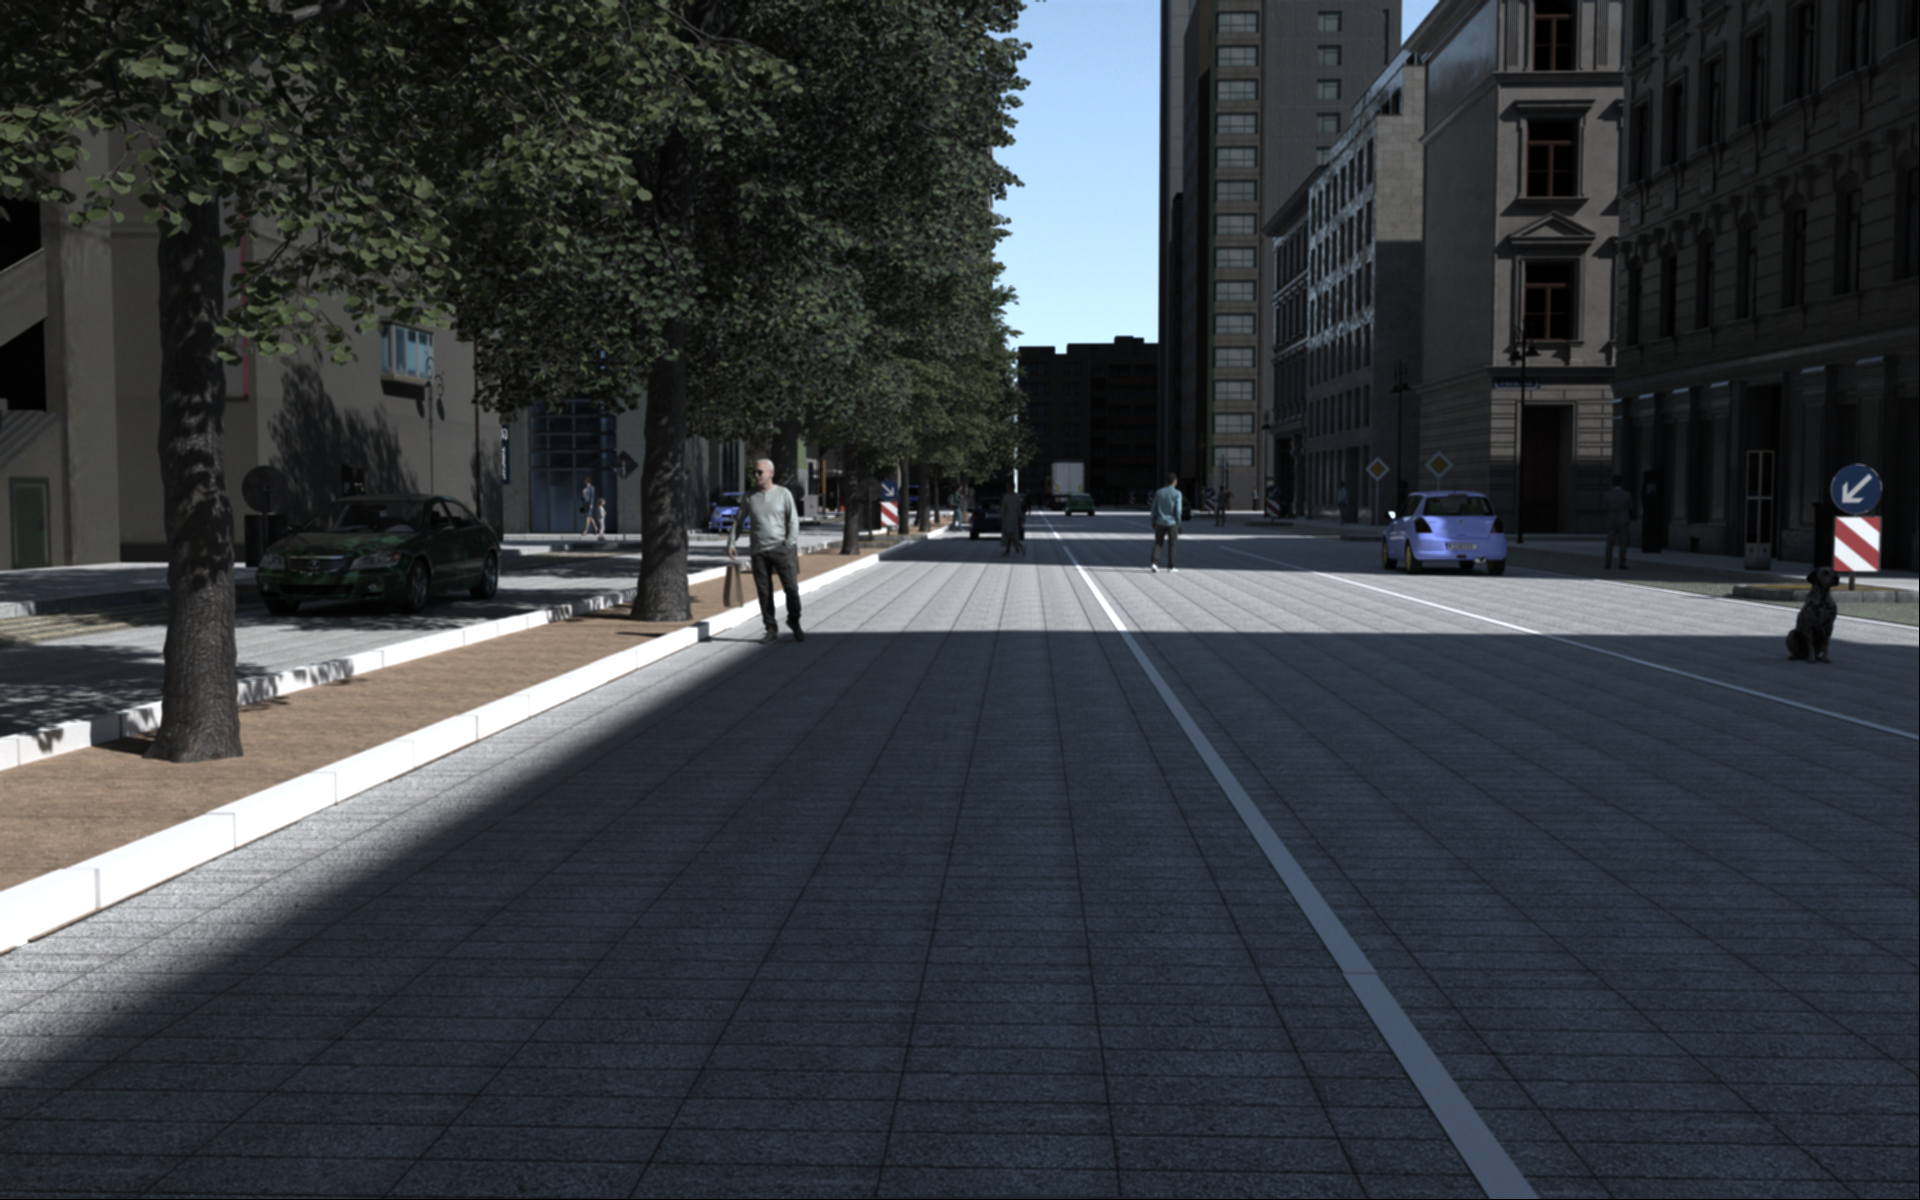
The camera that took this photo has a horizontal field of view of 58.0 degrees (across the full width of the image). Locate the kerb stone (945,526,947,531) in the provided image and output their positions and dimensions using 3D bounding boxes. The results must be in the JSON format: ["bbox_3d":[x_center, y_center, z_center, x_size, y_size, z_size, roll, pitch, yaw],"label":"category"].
[{"bbox_3d":[-0.685,-2.631,65.363,0.120,0.150,1.000,0,4,2],"label":"kerb stone"}]

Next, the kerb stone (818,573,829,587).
[{"bbox_3d":[-2.196,-0.285,26.910,0.120,0.150,1.000,0,4,2],"label":"kerb stone"}]

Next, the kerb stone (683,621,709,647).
[{"bbox_3d":[-2.593,0.343,16.678,0.120,0.150,1.000,0,4,2],"label":"kerb stone"}]

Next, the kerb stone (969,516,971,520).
[{"bbox_3d":[0.678,-4.773,100.239,0.120,0.150,1.000,0,4,2],"label":"kerb stone"}]

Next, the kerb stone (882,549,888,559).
[{"bbox_3d":[-1.750,-0.979,38.205,0.120,0.150,1.000,0,4,2],"label":"kerb stone"}]

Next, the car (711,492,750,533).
[{"bbox_3d":[-8.194,-3.334,64.101,1.945,1.707,3.694,0,4,0],"label":"car"}]

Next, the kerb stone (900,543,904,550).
[{"bbox_3d":[-1.555,-1.292,43.311,0.120,0.150,1.000,0,4,2],"label":"kerb stone"}]

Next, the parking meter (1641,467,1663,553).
[{"bbox_3d":[15.086,-1.961,37.776,0.399,1.863,0.255,3,4,36],"label":"parking meter"}]

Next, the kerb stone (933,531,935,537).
[{"bbox_3d":[-1.011,-2.138,57.157,0.120,0.150,1.000,0,4,2],"label":"kerb stone"}]

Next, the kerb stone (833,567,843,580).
[{"bbox_3d":[-2.112,-0.414,28.964,0.120,0.150,1.000,0,4,2],"label":"kerb stone"}]

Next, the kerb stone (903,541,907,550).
[{"bbox_3d":[-1.510,-1.354,44.332,0.120,0.150,1.000,0,4,2],"label":"kerb stone"}]

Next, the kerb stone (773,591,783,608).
[{"bbox_3d":[-2.390,0.024,21.796,0.120,0.150,1.000,0,4,2],"label":"kerb stone"}]

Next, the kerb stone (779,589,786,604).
[{"bbox_3d":[-2.350,-0.038,22.817,0.120,0.150,1.000,0,4,2],"label":"kerb stone"}]

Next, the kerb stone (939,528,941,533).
[{"bbox_3d":[-0.843,-2.389,61.249,0.120,0.150,1.000,0,4,2],"label":"kerb stone"}]

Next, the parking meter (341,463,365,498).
[{"bbox_3d":[-11.328,-1.630,32.369,0.399,1.863,0.255,2,4,35],"label":"parking meter"}]

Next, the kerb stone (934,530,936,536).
[{"bbox_3d":[-0.965,-2.192,58.179,0.120,0.150,1.000,0,4,2],"label":"kerb stone"}]

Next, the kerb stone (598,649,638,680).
[{"bbox_3d":[-2.723,0.525,13.615,0.120,0.150,1.000,0,4,2],"label":"kerb stone"}]

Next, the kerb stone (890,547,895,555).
[{"bbox_3d":[-1.671,-1.102,40.248,0.120,0.150,1.000,0,4,2],"label":"kerb stone"}]

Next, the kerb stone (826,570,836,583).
[{"bbox_3d":[-2.152,-0.351,27.937,0.120,0.150,1.000,0,4,2],"label":"kerb stone"}]

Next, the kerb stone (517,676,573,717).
[{"bbox_3d":[-2.791,0.650,11.572,0.120,0.150,1.000,0,4,2],"label":"kerb stone"}]

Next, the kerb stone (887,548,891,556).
[{"bbox_3d":[-1.709,-1.042,39.227,0.120,0.150,1.000,0,4,2],"label":"kerb stone"}]

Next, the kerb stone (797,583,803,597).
[{"bbox_3d":[-2.315,-0.100,23.839,0.120,0.150,1.000,0,4,2],"label":"kerb stone"}]

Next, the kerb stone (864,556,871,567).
[{"bbox_3d":[-1.909,-0.728,34.092,0.120,0.150,1.000,0,4,2],"label":"kerb stone"}]

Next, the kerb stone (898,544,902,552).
[{"bbox_3d":[-1.581,-1.229,42.290,0.120,0.150,1.000,0,4,2],"label":"kerb stone"}]

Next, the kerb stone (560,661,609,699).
[{"bbox_3d":[-2.751,0.587,12.593,0.120,0.150,1.000,0,4,2],"label":"kerb stone"}]

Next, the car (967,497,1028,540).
[{"bbox_3d":[1.192,-2.617,55.370,1.945,1.354,3.894,0,4,1],"label":"car"}]

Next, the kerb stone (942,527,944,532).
[{"bbox_3d":[-0.760,-2.508,63.296,0.120,0.150,1.000,0,4,2],"label":"kerb stone"}]

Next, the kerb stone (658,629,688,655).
[{"bbox_3d":[-2.637,0.402,15.657,0.120,0.150,1.000,0,4,2],"label":"kerb stone"}]

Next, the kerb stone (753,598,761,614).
[{"bbox_3d":[-2.444,0.087,20.776,0.120,0.150,1.000,0,4,2],"label":"kerb stone"}]

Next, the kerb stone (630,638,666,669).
[{"bbox_3d":[-2.673,0.462,14.636,0.120,0.150,1.000,0,4,2],"label":"kerb stone"}]

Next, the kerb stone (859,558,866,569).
[{"bbox_3d":[-1.954,-0.665,33.071,0.120,0.150,1.000,0,4,2],"label":"kerb stone"}]

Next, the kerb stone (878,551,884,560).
[{"bbox_3d":[-1.786,-0.916,37.175,0.120,0.150,1.000,0,4,2],"label":"kerb stone"}]

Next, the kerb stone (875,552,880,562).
[{"bbox_3d":[-1.826,-0.853,36.145,0.120,0.150,1.000,0,4,2],"label":"kerb stone"}]

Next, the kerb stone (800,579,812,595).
[{"bbox_3d":[-2.276,-0.163,24.862,0.120,0.150,1.000,0,4,2],"label":"kerb stone"}]

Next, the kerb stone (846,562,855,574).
[{"bbox_3d":[-2.031,-0.537,31.014,0.120,0.150,1.000,0,4,2],"label":"kerb stone"}]

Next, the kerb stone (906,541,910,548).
[{"bbox_3d":[-1.471,-1.416,45.354,0.120,0.150,1.000,0,4,2],"label":"kerb stone"}]

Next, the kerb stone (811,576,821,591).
[{"bbox_3d":[-2.229,-0.225,25.887,0.120,0.150,1.000,0,4,2],"label":"kerb stone"}]

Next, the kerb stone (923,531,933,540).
[{"bbox_3d":[-1.048,-2.076,56.132,0.120,0.150,1.000,0,4,2],"label":"kerb stone"}]

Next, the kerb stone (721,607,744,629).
[{"bbox_3d":[-2.507,0.214,18.726,0.120,0.150,1.000,0,4,2],"label":"kerb stone"}]

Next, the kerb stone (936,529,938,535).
[{"bbox_3d":[-0.929,-2.264,59.206,0.120,0.150,1.000,0,4,2],"label":"kerb stone"}]

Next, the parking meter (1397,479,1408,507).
[{"bbox_3d":[17.207,-3.769,67.335,0.255,1.863,0.399,-1,4,-20],"label":"parking meter"}]

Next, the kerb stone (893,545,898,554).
[{"bbox_3d":[-1.631,-1.167,41.269,0.120,0.150,1.000,0,4,2],"label":"kerb stone"}]

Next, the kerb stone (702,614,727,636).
[{"bbox_3d":[-2.556,0.275,17.702,0.120,0.150,1.000,0,4,2],"label":"kerb stone"}]

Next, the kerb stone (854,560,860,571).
[{"bbox_3d":[-1.999,-0.599,32.041,0.120,0.150,1.000,0,4,2],"label":"kerb stone"}]

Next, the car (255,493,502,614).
[{"bbox_3d":[-7.331,-0.640,22.255,2.131,1.459,4.920,0,4,2],"label":"car"}]

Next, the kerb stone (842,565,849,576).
[{"bbox_3d":[-2.076,-0.473,29.990,0.120,0.150,1.000,0,4,2],"label":"kerb stone"}]

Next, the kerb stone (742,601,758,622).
[{"bbox_3d":[-2.470,0.150,19.747,0.120,0.150,1.000,0,4,2],"label":"kerb stone"}]

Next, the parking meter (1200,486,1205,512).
[{"bbox_3d":[17.417,-7.254,124.313,0.255,1.863,0.399,-1,4,-22],"label":"parking meter"}]

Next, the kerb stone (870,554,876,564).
[{"bbox_3d":[-1.867,-0.790,35.114,0.120,0.150,1.000,0,4,2],"label":"kerb stone"}]
